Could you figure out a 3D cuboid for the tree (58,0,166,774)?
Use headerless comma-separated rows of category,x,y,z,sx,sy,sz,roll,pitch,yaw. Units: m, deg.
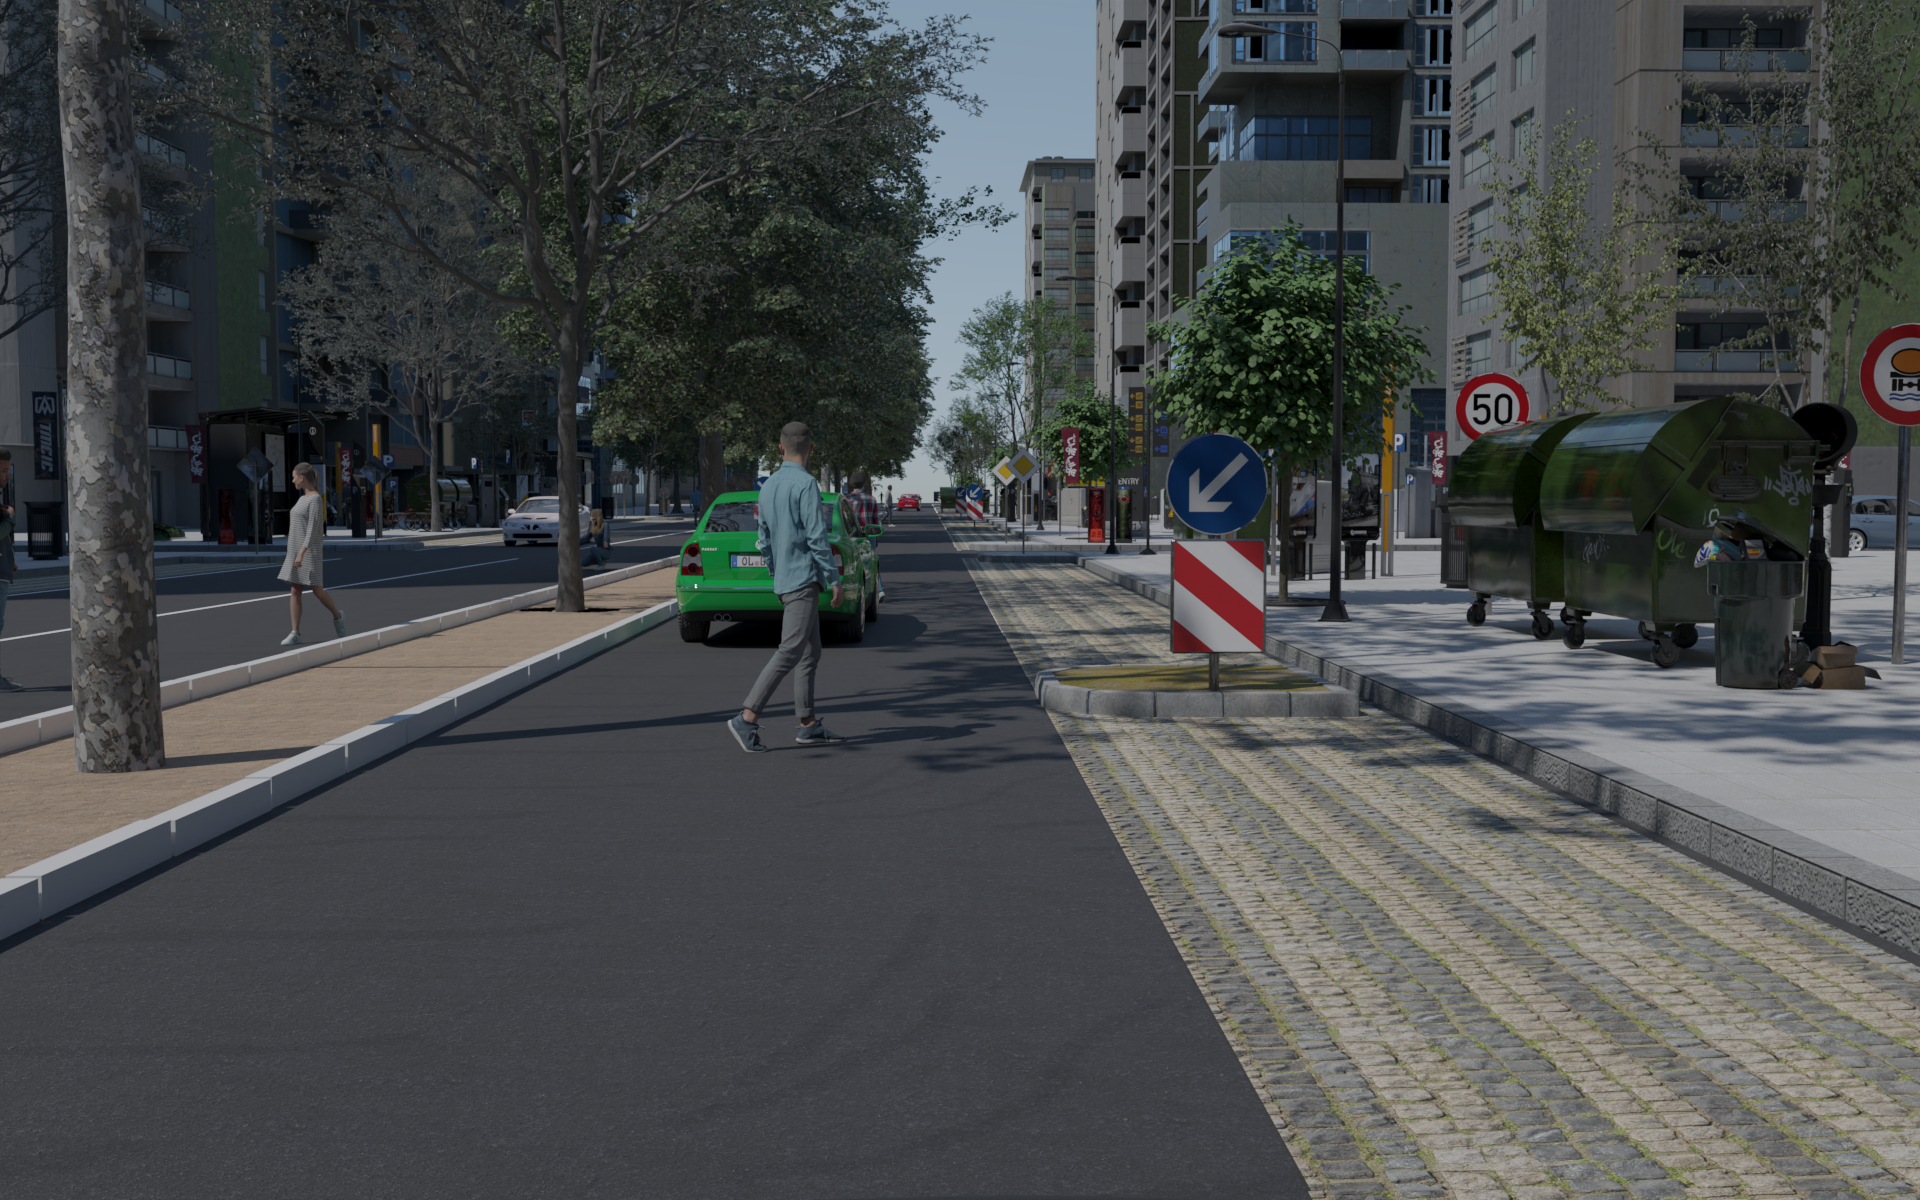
tree,-3.143,-9.127,7.578,12.611,20.169,13.585,0,3,0

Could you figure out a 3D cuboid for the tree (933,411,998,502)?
tree,1.496,-15.297,184.520,7.601,10.594,8.767,3,5,41

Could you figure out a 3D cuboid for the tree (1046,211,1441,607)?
tree,3.842,-2.229,20.153,4.285,4.588,4.351,0,3,0

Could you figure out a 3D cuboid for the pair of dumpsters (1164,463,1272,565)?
pair of dumpsters,4.990,-1.885,33.313,1.574,2.255,4.437,0,4,-1

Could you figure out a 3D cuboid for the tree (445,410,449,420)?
tree,-27.669,-9.166,100.224,4.360,8.622,3.978,0,3,0

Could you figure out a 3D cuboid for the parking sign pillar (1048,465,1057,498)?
parking sign pillar,6.543,-7.791,115.847,1.447,3.967,1.447,1,4,13

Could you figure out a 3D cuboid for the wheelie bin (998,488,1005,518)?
wheelie bin,2.521,-5.179,92.590,0.980,1.594,0.693,-2,4,-24

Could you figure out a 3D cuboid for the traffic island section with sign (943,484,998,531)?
traffic island section with sign,0.454,-3.637,68.099,1.989,1.847,2.006,0,4,-1

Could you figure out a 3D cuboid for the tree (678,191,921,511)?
tree,-5.339,-8.563,60.595,7.486,12.596,7.792,0,3,0

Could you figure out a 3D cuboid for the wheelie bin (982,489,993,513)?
wheelie bin,1.736,-6.672,116.993,0.980,1.594,0.693,0,4,6

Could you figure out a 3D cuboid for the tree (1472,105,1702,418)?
tree,11.624,-5.063,33.140,4.737,8.622,4.395,0,3,0

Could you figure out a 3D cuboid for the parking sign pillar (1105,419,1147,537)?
parking sign pillar,5.063,-3.920,52.561,1.447,3.967,1.447,2,4,32

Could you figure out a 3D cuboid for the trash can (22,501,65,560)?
trash can,-17.775,-1.345,33.636,0.748,1.137,0.748,0,3,0

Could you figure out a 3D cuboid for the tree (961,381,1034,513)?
tree,2.648,-9.939,112.871,4.360,8.622,3.978,0,3,0

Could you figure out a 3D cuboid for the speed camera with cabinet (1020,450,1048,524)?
speed camera with cabinet,3.183,-4.871,73.983,0.660,3.252,2.038,1,4,22

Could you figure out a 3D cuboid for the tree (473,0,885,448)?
tree,-4.727,-7.581,33.065,9.857,13.997,8.962,0,3,0

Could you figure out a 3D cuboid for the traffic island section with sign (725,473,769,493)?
traffic island section with sign,-4.963,-2.239,44.750,2.006,1.907,1.989,0,4,-1

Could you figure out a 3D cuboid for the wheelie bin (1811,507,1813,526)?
wheelie bin,36.100,-3.963,72.697,0.693,1.594,0.980,3,5,43

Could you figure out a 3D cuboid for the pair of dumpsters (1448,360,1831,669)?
pair of dumpsters,5.564,-0.746,14.691,1.574,2.255,4.437,0,4,-1

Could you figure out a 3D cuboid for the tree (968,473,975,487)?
tree,3.055,-7.304,103.127,4.285,4.588,4.351,0,3,0

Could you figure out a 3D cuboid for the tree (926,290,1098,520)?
tree,3.138,-9.867,87.076,9.928,11.665,9.643,0,3,0

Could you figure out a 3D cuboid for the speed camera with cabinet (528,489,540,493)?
speed camera with cabinet,-28.953,-7.555,117.852,0.660,3.252,2.038,1,4,11

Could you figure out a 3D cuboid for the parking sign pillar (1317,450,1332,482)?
parking sign pillar,15.809,-5.346,75.878,1.447,3.967,1.447,0,4,5

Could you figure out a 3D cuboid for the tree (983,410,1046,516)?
tree,3.660,-4.012,49.305,4.285,4.588,4.351,0,3,0

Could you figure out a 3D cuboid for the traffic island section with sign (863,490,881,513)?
traffic island section with sign,-6.433,-6.834,119.874,2.006,1.907,1.989,0,4,-1

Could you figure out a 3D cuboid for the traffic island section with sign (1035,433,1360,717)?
traffic island section with sign,1.543,-0.205,11.984,1.989,1.847,2.006,0,4,-1

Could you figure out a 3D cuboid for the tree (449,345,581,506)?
tree,-18.673,-7.564,74.034,4.360,8.622,3.978,0,3,0

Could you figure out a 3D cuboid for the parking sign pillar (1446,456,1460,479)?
parking sign pillar,20.784,-5.231,73.996,1.447,3.967,1.447,-1,4,-18

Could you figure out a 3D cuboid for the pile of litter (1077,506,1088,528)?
pile of litter,5.049,-3.172,65.834,1.176,0.858,1.719,0,4,4

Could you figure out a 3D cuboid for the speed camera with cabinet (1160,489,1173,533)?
speed camera with cabinet,7.635,-3.828,56.917,2.038,3.252,0.660,2,4,31

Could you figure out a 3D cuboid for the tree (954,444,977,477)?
tree,0.492,-18.042,245.346,4.737,8.622,4.395,0,3,0

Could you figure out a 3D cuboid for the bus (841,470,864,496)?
bus,-10.849,-11.578,180.850,2.896,3.916,12.252,0,4,-1

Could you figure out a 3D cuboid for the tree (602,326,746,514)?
tree,-18.643,-11.995,113.120,9.611,12.733,9.660,0,3,0

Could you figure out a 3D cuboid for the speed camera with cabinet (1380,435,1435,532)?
speed camera with cabinet,15.084,-3.942,58.787,0.660,3.252,2.038,-3,5,-45

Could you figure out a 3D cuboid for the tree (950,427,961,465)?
tree,1.460,-12.275,151.065,4.360,8.622,3.978,0,3,0

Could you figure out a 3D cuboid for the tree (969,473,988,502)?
tree,1.983,-11.031,174.955,1.663,3.219,1.824,0,3,0

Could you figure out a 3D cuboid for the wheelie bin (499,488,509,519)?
wheelie bin,-23.325,-4.897,87.976,0.693,1.594,0.980,0,4,2

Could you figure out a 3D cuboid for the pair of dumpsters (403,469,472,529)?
pair of dumpsters,-20.000,-3.906,66.364,1.574,2.255,4.437,0,4,-1

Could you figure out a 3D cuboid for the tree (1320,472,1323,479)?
tree,14.439,-4.348,65.693,1.663,3.219,1.824,0,3,0

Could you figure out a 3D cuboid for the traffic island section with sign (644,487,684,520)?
traffic island section with sign,-16.133,-5.251,94.474,1.989,1.847,2.006,0,4,-1

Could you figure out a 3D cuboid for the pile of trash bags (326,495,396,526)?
pile of trash bags,-24.167,-3.630,69.110,3.447,1.369,1.912,0,4,7

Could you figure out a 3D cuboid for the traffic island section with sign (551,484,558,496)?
traffic island section with sign,-15.603,-3.587,67.275,1.989,1.847,2.006,0,4,-1

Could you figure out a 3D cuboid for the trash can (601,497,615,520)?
trash can,-17.754,-4.626,87.288,0.748,1.137,0.748,0,3,0

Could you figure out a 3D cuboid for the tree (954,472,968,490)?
tree,0.794,-15.428,235.965,4.285,4.588,4.351,0,3,0

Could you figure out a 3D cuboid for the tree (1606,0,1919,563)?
tree,10.345,-4.312,20.859,4.360,8.622,3.978,0,3,0

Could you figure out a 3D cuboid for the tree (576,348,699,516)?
tree,-18.218,-10.155,100.438,8.767,10.594,7.601,-1,4,-9

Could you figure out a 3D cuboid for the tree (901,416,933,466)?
tree,-6.371,-10.934,115.640,8.767,10.594,7.601,0,4,-1

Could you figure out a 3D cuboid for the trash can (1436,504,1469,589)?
trash can,6.866,-0.731,23.603,0.748,1.137,0.748,0,3,0

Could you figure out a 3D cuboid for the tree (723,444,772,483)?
tree,-20.145,-13.159,165.514,4.737,8.622,4.395,0,3,0

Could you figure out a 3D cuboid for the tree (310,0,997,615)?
tree,-4.767,-6.602,20.775,12.009,13.543,11.850,0,3,0

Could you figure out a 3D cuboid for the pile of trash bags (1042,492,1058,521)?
pile of trash bags,4.709,-4.579,84.623,1.912,1.369,3.447,-1,4,-20

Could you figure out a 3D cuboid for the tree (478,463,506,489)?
tree,-28.454,-6.779,105.435,1.663,3.219,1.824,0,3,0

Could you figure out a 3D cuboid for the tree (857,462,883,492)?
tree,-6.010,-8.962,99.352,4.360,8.622,3.978,0,3,0

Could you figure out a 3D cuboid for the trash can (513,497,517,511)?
trash can,-21.376,-4.437,84.198,0.748,1.137,0.748,0,3,0

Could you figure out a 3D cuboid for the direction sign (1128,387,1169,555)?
direction sign,3.980,-2.727,36.577,0.876,3.537,0.379,1,4,20

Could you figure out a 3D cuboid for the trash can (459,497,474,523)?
trash can,-20.771,-3.745,72.876,0.748,1.137,0.748,0,3,0
